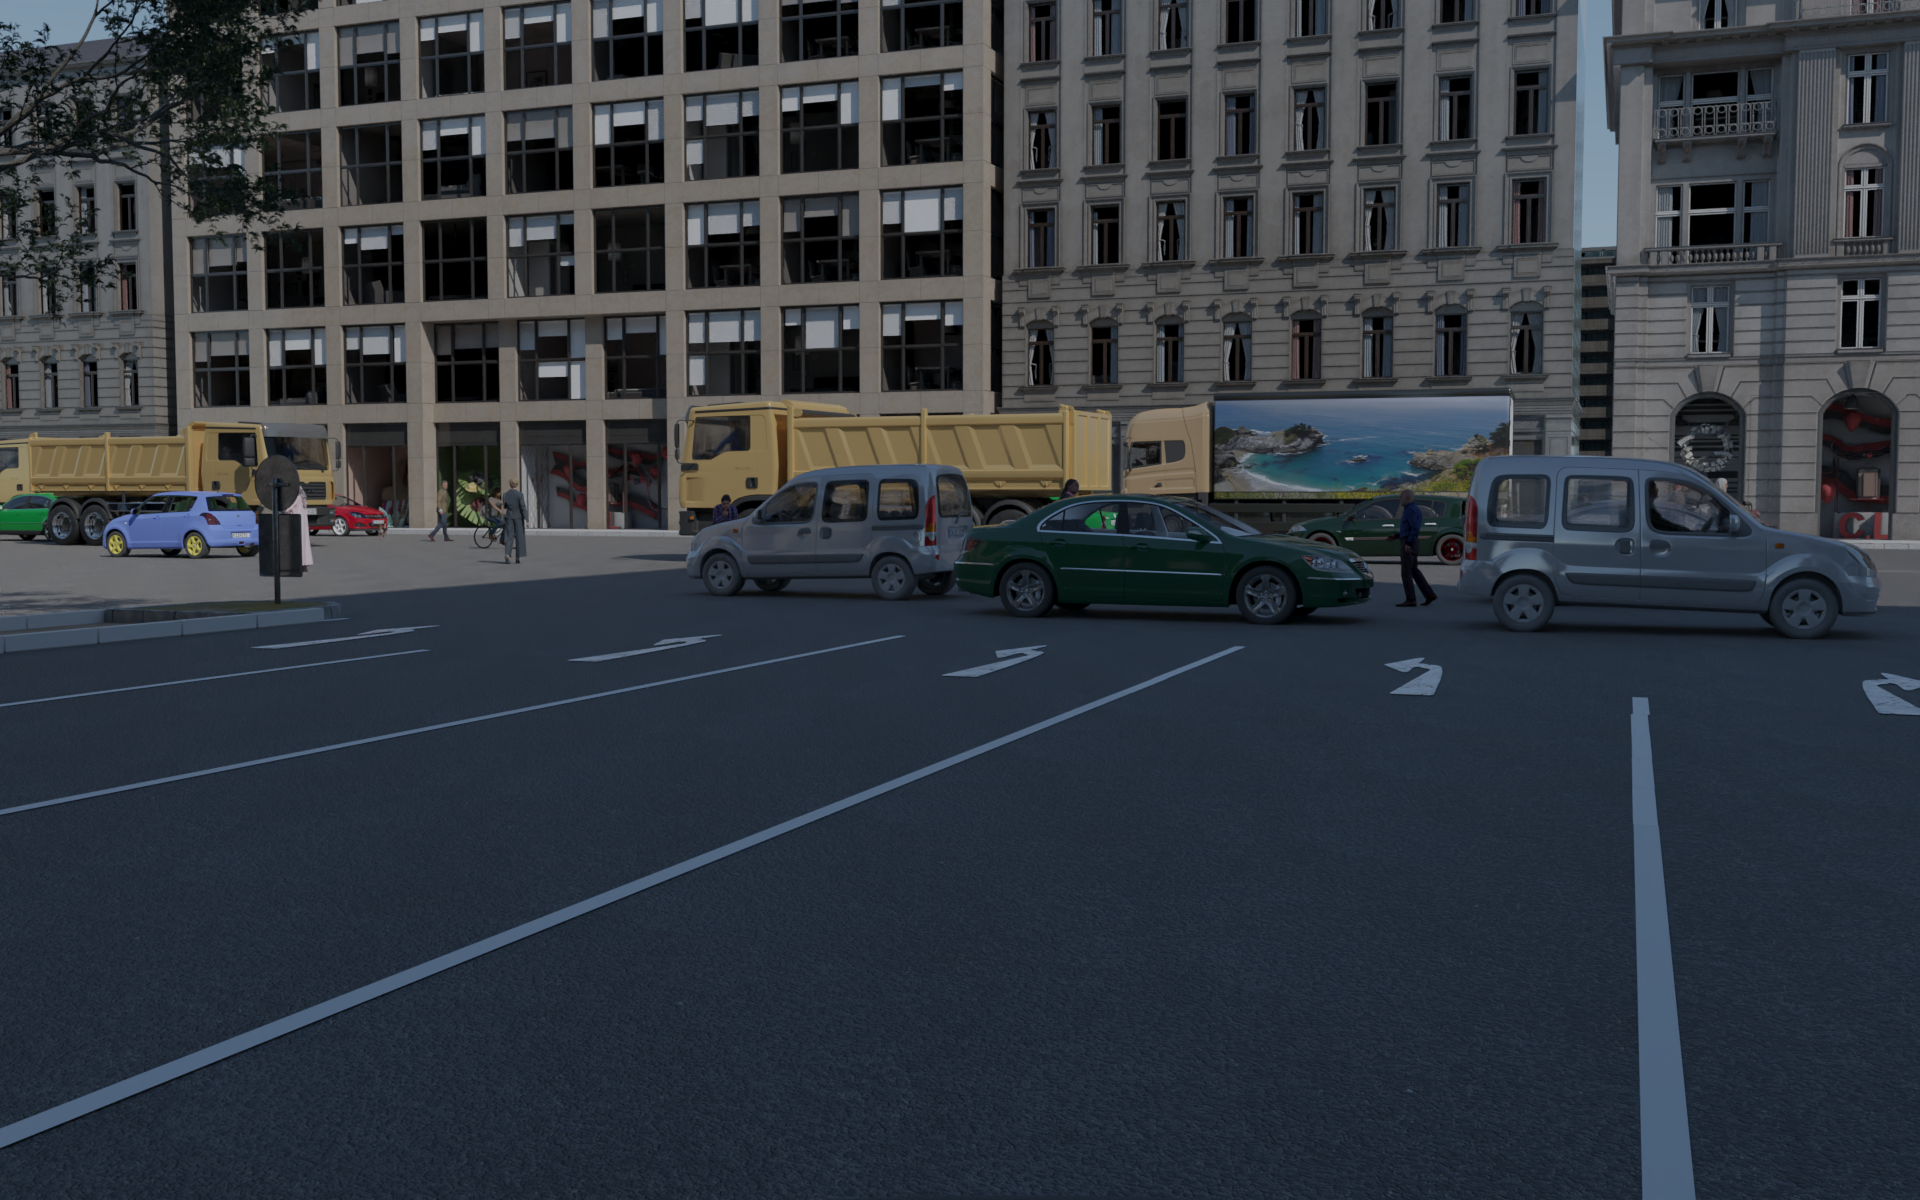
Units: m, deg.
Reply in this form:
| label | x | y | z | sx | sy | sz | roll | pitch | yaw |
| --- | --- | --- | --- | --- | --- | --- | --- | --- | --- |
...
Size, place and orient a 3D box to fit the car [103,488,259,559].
| label | x | y | z | sx | sy | sz | roll | pitch | yaw |
| --- | --- | --- | --- | --- | --- | --- | --- | --- | --- |
| car | -17.752 | -1.825 | 39.431 | 3.694 | 1.707 | 1.945 | 1 | 4 | 23 |

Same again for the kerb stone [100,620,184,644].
| label | x | y | z | sx | sy | sz | roll | pitch | yaw |
| --- | --- | --- | --- | --- | --- | --- | --- | --- | --- |
| kerb stone | -8.116 | 0.315 | 17.072 | 0.120 | 0.150 | 1.000 | 1 | 4 | 21 |

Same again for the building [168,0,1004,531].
| label | x | y | z | sx | sy | sz | roll | pitch | yaw |
| --- | --- | --- | --- | --- | --- | --- | --- | --- | --- |
| building | -11.679 | -16.292 | 70.898 | 34.151 | 26.468 | 19.350 | 1 | 4 | 21 |

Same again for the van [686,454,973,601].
| label | x | y | z | sx | sy | sz | roll | pitch | yaw |
| --- | --- | --- | --- | --- | --- | --- | --- | --- | --- |
| van | -1.864 | -1.068 | 24.479 | 4.112 | 2.044 | 2.013 | 1 | 4 | 22 |

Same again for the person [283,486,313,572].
| label | x | y | z | sx | sy | sz | roll | pitch | yaw |
| --- | --- | --- | --- | --- | --- | --- | --- | --- | --- |
| person | -12.213 | -1.383 | 31.776 | 0.621 | 1.740 | 0.551 | -1 | 4 | -23 |

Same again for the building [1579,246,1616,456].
| label | x | y | z | sx | sy | sz | roll | pitch | yaw |
| --- | --- | --- | --- | --- | --- | --- | --- | --- | --- |
| building | 75.782 | -26.511 | 205.148 | 14.107 | 30.474 | 14.160 | 1 | 4 | 21 |

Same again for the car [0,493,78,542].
| label | x | y | z | sx | sy | sz | roll | pitch | yaw |
| --- | --- | --- | --- | --- | --- | --- | --- | --- | --- |
| car | -28.148 | -2.706 | 53.039 | 4.718 | 1.807 | 1.959 | 1 | 4 | 19 |

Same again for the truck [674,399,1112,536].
| label | x | y | z | sx | sy | sz | roll | pitch | yaw |
| --- | --- | --- | --- | --- | --- | --- | --- | --- | --- |
| truck | -1.870 | -2.454 | 36.048 | 9.791 | 3.379 | 3.469 | 1 | 4 | 23 |

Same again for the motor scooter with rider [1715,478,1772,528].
| label | x | y | z | sx | sy | sz | roll | pitch | yaw |
| --- | --- | --- | --- | --- | --- | --- | --- | --- | --- |
| motor scooter with rider | 14.729 | -1.464 | 32.899 | 1.986 | 1.779 | 0.876 | 1 | 4 | 19 |

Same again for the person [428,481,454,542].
| label | x | y | z | sx | sy | sz | roll | pitch | yaw |
| --- | --- | --- | --- | --- | --- | --- | --- | --- | --- |
| person | -15.654 | -2.682 | 52.269 | 0.836 | 1.842 | 0.656 | -3 | 5 | -39 |

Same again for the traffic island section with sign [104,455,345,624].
| label | x | y | z | sx | sy | sz | roll | pitch | yaw |
| --- | --- | --- | --- | --- | --- | --- | --- | --- | --- |
| traffic island section with sign | -8.198 | -0.708 | 19.709 | 2.006 | 1.907 | 1.989 | 1 | 4 | 21 |

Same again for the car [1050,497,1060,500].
| label | x | y | z | sx | sy | sz | roll | pitch | yaw |
| --- | --- | --- | --- | --- | --- | --- | --- | --- | --- |
| car | 1.266 | -1.802 | 38.265 | 4.718 | 1.807 | 1.959 | 1 | 4 | 21 |

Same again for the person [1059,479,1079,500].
| label | x | y | z | sx | sy | sz | roll | pitch | yaw |
| --- | --- | --- | --- | --- | --- | --- | --- | --- | --- |
| person | 1.603 | -0.857 | 23.984 | 0.593 | 1.643 | 0.415 | 2 | 4 | 30 |

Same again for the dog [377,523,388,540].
| label | x | y | z | sx | sy | sz | roll | pitch | yaw |
| --- | --- | --- | --- | --- | --- | --- | --- | --- | --- |
| dog | -18.181 | -2.156 | 54.535 | 0.406 | 0.507 | 0.540 | -3 | 4 | -38 |

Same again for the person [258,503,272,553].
| label | x | y | z | sx | sy | sz | roll | pitch | yaw |
| --- | --- | --- | --- | --- | --- | --- | --- | --- | --- |
| person | -16.785 | -2.015 | 42.001 | 0.362 | 1.759 | 0.519 | 3 | 4 | 37 |

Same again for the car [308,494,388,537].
| label | x | y | z | sx | sy | sz | roll | pitch | yaw |
| --- | --- | --- | --- | --- | --- | --- | --- | --- | --- |
| car | -21.775 | -3.092 | 59.594 | 4.494 | 1.783 | 2.155 | 1 | 4 | 22 |

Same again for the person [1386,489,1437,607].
| label | x | y | z | sx | sy | sz | roll | pitch | yaw |
| --- | --- | --- | --- | --- | --- | --- | --- | --- | --- |
| person | 5.709 | -0.668 | 22.111 | 0.600 | 1.496 | 0.574 | 3 | 5 | 45 |

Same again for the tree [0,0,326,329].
| label | x | y | z | sx | sy | sz | roll | pitch | yaw |
| --- | --- | --- | --- | --- | --- | --- | --- | --- | --- |
| tree | -9.277 | -4.829 | 15.823 | 8.767 | 10.594 | 7.601 | 1 | 4 | 21 |

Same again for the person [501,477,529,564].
| label | x | y | z | sx | sy | sz | roll | pitch | yaw |
| --- | --- | --- | --- | --- | --- | --- | --- | --- | --- |
| person | -9.120 | -1.625 | 35.498 | 0.576 | 1.772 | 0.534 | -1 | 4 | -12 |

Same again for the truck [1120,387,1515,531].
| label | x | y | z | sx | sy | sz | roll | pitch | yaw |
| --- | --- | --- | --- | --- | --- | --- | --- | --- | --- |
| truck | 9.556 | -3.645 | 48.513 | 11.283 | 4.237 | 2.839 | 1 | 4 | 19 |

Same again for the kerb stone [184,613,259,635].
| label | x | y | z | sx | sy | sz | roll | pitch | yaw |
| --- | --- | --- | --- | --- | --- | --- | --- | --- | --- |
| kerb stone | -7.744 | 0.255 | 18.030 | 0.120 | 0.150 | 1.000 | 1 | 4 | 21 |

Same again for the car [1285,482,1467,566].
| label | x | y | z | sx | sy | sz | roll | pitch | yaw |
| --- | --- | --- | --- | --- | --- | --- | --- | --- | --- |
| car | 8.832 | -1.595 | 35.867 | 4.222 | 1.686 | 2.009 | 1 | 4 | 19 |

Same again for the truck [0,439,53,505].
| label | x | y | z | sx | sy | sz | roll | pitch | yaw |
| --- | --- | --- | --- | --- | --- | --- | --- | --- | --- |
| truck | -30.056 | -3.930 | 60.173 | 9.791 | 3.379 | 3.469 | 1 | 4 | 22 |

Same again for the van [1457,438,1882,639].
| label | x | y | z | sx | sy | sz | roll | pitch | yaw |
| --- | --- | --- | --- | --- | --- | --- | --- | --- | --- |
| van | 7.377 | -0.685 | 18.204 | 4.112 | 2.044 | 2.013 | 1 | 4 | 20 |

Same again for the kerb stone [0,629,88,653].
| label | x | y | z | sx | sy | sz | roll | pitch | yaw |
| --- | --- | --- | --- | --- | --- | --- | --- | --- | --- |
| kerb stone | -8.486 | 0.372 | 16.113 | 0.120 | 0.150 | 1.000 | 1 | 4 | 21 |

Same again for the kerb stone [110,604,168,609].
| label | x | y | z | sx | sy | sz | roll | pitch | yaw |
| --- | --- | --- | --- | --- | --- | --- | --- | --- | --- |
| kerb stone | -9.341 | 0.151 | 19.727 | 0.120 | 0.150 | 1.000 | 1 | 4 | 21 |

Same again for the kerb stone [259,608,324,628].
| label | x | y | z | sx | sy | sz | roll | pitch | yaw |
| --- | --- | --- | --- | --- | --- | --- | --- | --- | --- |
| kerb stone | -7.376 | 0.196 | 18.997 | 0.120 | 0.150 | 1.000 | 1 | 4 | 21 |

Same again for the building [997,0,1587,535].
| label | x | y | z | sx | sy | sz | roll | pitch | yaw |
| --- | --- | --- | --- | --- | --- | --- | --- | --- | --- |
| building | 11.300 | -12.762 | 57.815 | 18.267 | 20.994 | 9.793 | 1 | 4 | 21 |

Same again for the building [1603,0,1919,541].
| label | x | y | z | sx | sy | sz | roll | pitch | yaw |
| --- | --- | --- | --- | --- | --- | --- | --- | --- | --- |
| building | 31.802 | -12.803 | 51.129 | 24.055 | 21.916 | 13.314 | 1 | 4 | 21 |

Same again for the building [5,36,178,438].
| label | x | y | z | sx | sy | sz | roll | pitch | yaw |
| --- | --- | --- | --- | --- | --- | --- | --- | --- | --- |
| building | -38.800 | -13.894 | 76.323 | 18.267 | 20.994 | 9.793 | 1 | 4 | 21 |

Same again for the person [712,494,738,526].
| label | x | y | z | sx | sy | sz | roll | pitch | yaw |
| --- | --- | --- | --- | --- | --- | --- | --- | --- | --- |
| person | -4.013 | -1.091 | 29.571 | 0.421 | 1.427 | 0.697 | -1 | 4 | -14 |

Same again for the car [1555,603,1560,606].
| label | x | y | z | sx | sy | sz | roll | pitch | yaw |
| --- | --- | --- | --- | --- | --- | --- | --- | --- | --- |
| car | 9.102 | -0.622 | 22.524 | 4.827 | 1.381 | 2.083 | 1 | 4 | 20 |

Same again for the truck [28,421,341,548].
| label | x | y | z | sx | sy | sz | roll | pitch | yaw |
| --- | --- | --- | --- | --- | --- | --- | --- | --- | --- |
| truck | -21.163 | -3.173 | 47.801 | 9.791 | 3.379 | 3.469 | 1 | 4 | 23 |

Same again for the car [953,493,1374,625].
| label | x | y | z | sx | sy | sz | roll | pitch | yaw |
| --- | --- | --- | --- | --- | --- | --- | --- | --- | --- |
| car | 2.353 | -0.521 | 20.311 | 4.920 | 1.459 | 2.131 | 1 | 4 | 23 |

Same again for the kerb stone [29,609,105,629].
| label | x | y | z | sx | sy | sz | roll | pitch | yaw |
| --- | --- | --- | --- | --- | --- | --- | --- | --- | --- |
| kerb stone | -9.715 | 0.210 | 18.769 | 0.120 | 0.150 | 1.000 | 1 | 4 | 21 |

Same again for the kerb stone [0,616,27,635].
| label | x | y | z | sx | sy | sz | roll | pitch | yaw |
| --- | --- | --- | --- | --- | --- | --- | --- | --- | --- |
| kerb stone | -10.079 | 0.268 | 17.807 | 0.120 | 0.150 | 1.000 | 1 | 4 | 21 |

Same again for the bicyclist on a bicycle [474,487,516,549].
| label | x | y | z | sx | sy | sz | roll | pitch | yaw |
| --- | --- | --- | --- | --- | --- | --- | --- | --- | --- |
| bicyclist on a bicycle | -12.023 | -2.151 | 45.183 | 1.625 | 1.676 | 1.499 | 1 | 4 | 22 |
